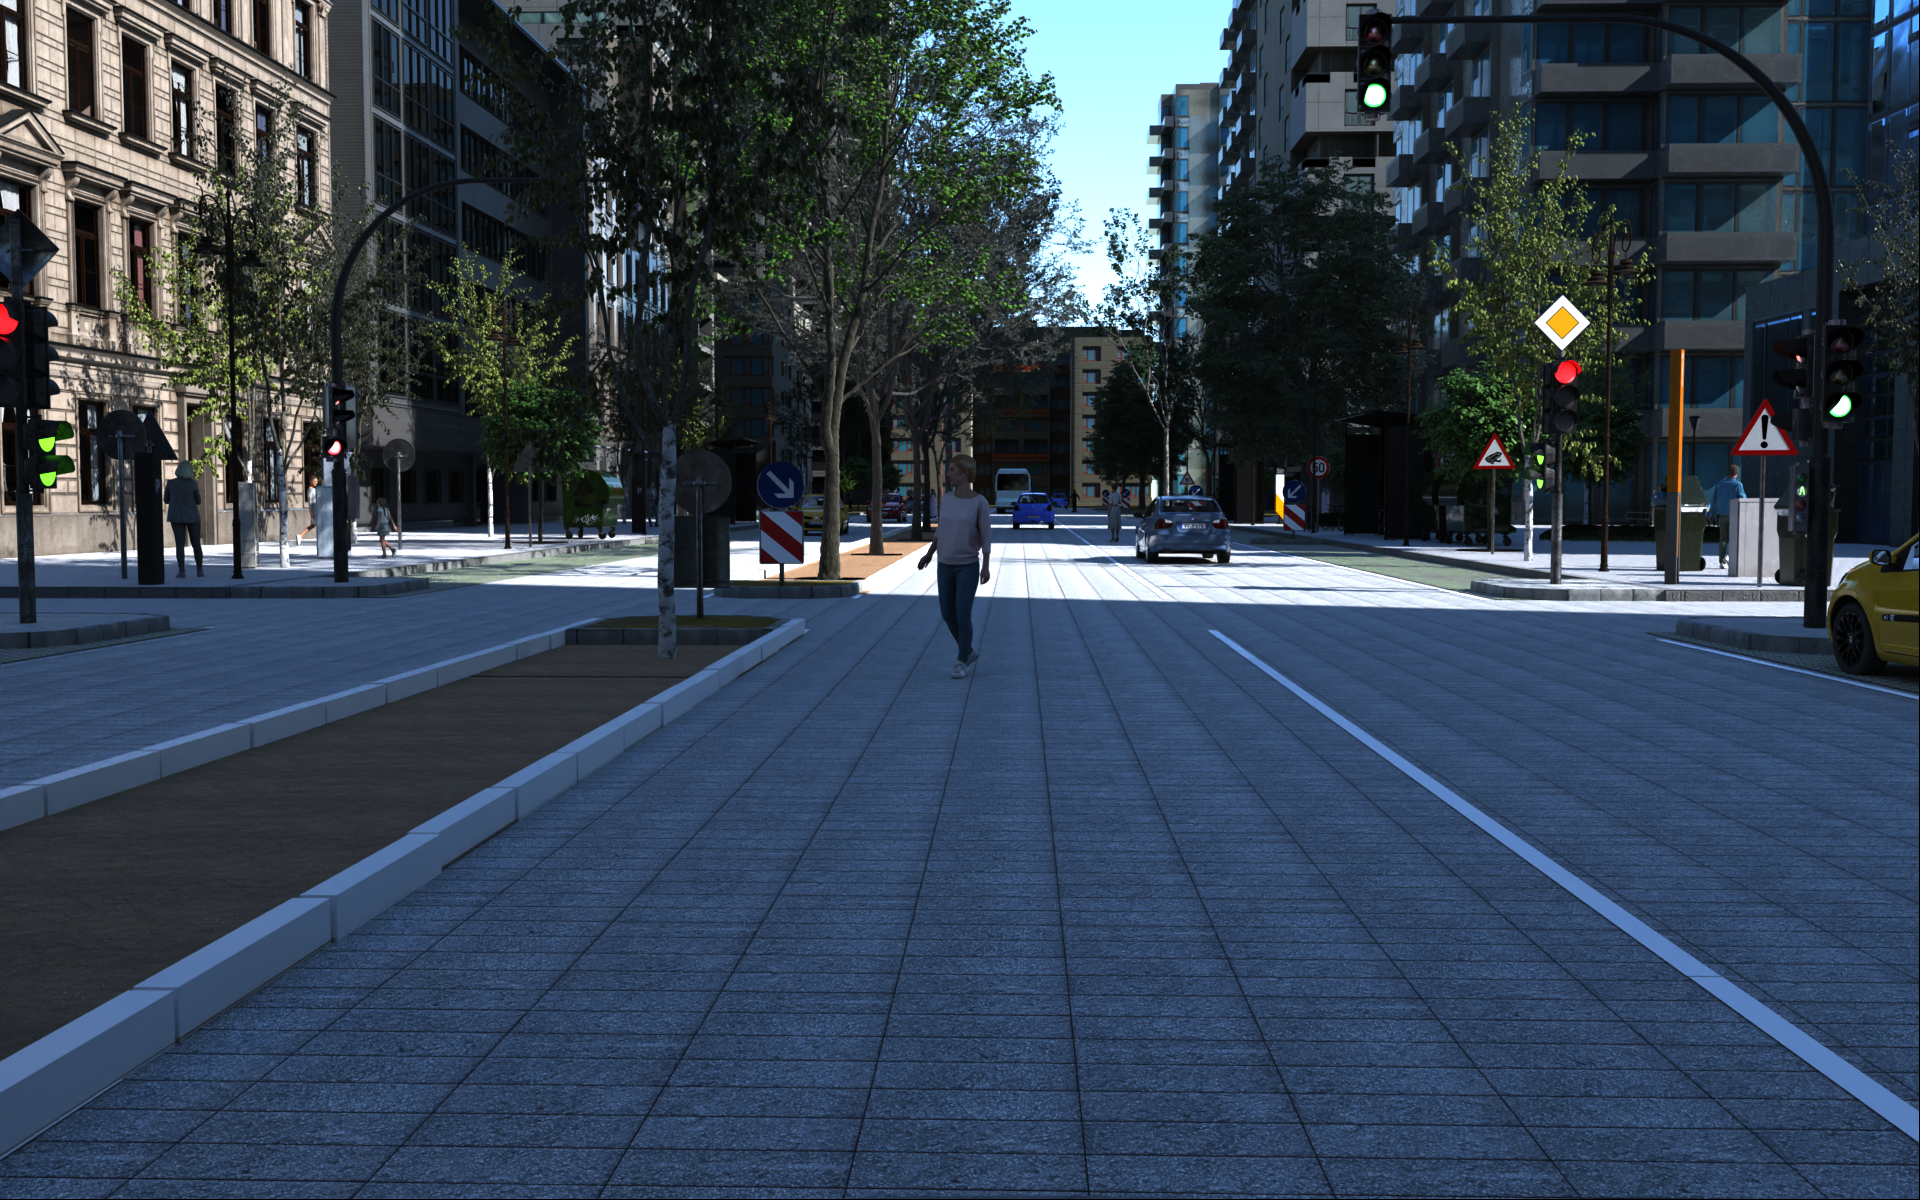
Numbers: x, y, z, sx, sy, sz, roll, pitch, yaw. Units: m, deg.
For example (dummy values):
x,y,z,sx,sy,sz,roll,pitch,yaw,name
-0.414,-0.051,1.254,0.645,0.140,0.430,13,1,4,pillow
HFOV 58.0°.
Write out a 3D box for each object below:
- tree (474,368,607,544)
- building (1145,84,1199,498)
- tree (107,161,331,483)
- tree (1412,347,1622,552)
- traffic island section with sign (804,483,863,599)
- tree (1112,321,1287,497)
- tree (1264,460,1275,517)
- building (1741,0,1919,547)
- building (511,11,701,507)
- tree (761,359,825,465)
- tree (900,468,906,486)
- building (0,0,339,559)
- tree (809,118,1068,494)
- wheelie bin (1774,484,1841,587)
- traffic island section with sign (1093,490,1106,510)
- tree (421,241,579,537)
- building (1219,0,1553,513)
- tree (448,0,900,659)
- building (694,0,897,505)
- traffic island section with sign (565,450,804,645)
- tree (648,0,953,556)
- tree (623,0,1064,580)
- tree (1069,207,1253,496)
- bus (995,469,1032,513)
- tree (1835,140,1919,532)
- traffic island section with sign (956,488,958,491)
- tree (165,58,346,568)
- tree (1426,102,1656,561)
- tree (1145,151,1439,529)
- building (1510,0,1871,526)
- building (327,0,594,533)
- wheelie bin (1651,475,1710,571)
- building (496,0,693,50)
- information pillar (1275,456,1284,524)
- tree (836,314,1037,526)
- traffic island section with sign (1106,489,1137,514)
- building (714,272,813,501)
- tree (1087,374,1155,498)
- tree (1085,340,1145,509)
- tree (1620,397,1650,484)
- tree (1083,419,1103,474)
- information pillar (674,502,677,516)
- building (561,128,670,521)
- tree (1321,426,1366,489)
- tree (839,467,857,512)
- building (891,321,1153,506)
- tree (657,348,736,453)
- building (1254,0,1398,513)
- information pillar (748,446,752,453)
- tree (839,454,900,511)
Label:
x,y,z,sx,sy,sz,roll,pitch,yaw,name
-10.951,-3.758,45.161,4.285,4.588,4.351,0,3,0,tree
36.841,-35.583,201.386,30.456,49.044,23.786,0,4,2,building
-15.778,-5.340,37.668,4.737,8.622,4.395,0,3,0,tree
11.960,-3.387,39.088,4.285,4.588,4.351,0,3,0,tree
-2.454,-1.012,24.675,2.006,1.907,1.989,0,4,2,traffic island section with sign
13.317,-9.571,90.906,8.767,10.594,7.601,2,4,24,tree
16.949,-6.284,97.337,1.663,3.219,1.824,0,3,0,tree
38.115,-44.547,41.018,31.000,86.520,22.319,0,4,2,building
-24.408,-20.561,107.878,14.160,30.474,14.107,0,4,2,building
-8.374,-10.887,112.411,8.767,10.594,7.601,-2,4,-32,tree
-6.951,-11.281,168.163,4.285,4.588,4.351,0,3,0,tree
-23.478,-10.876,42.453,10.561,19.102,19.286,0,4,2,building
-1.742,-13.917,85.896,12.611,20.169,13.585,0,3,0,tree
11.869,-1.001,24.274,0.693,1.594,0.980,0,4,-1,wheelie bin
12.870,-8.923,154.518,1.989,1.847,2.006,0,4,2,traffic island section with sign
-13.755,-6.179,51.383,4.737,8.622,4.395,0,3,0,tree
34.560,-32.512,151.181,23.786,49.044,30.456,0,4,2,building
-2.552,-3.805,15.026,4.360,8.622,3.978,0,3,0,tree
-18.214,-46.632,200.689,20.611,71.187,20.563,0,4,2,building
-2.713,-0.559,17.272,2.006,1.907,1.989,0,4,2,traffic island section with sign
-1.912,-7.760,39.701,12.009,13.543,11.850,0,3,0,tree
-2.062,-6.122,28.312,9.928,11.665,9.643,0,3,0,tree
12.447,-15.907,115.975,12.611,20.169,13.585,0,3,0,tree
4.060,-8.362,131.579,2.948,3.499,13.247,0,4,2,bus
19.946,-5.206,35.484,4.360,8.622,3.978,0,3,0,tree
0.060,-5.605,99.771,2.006,1.907,1.989,0,4,2,traffic island section with sign
-11.590,-4.863,29.880,4.360,8.622,3.978,0,3,0,tree
10.847,-5.037,32.716,4.737,8.622,4.395,0,3,0,tree
12.723,-9.594,63.516,9.857,13.997,8.962,0,3,0,tree
33.359,-28.343,83.010,23.786,49.044,30.456,0,4,2,building
-24.910,-15.192,67.448,14.314,24.678,30.058,0,4,2,building
12.004,-1.288,28.972,0.980,1.594,0.693,-1,4,-14,wheelie bin
-26.649,-41.979,124.615,20.563,71.187,20.611,0,4,2,building
13.633,-5.044,73.825,0.504,3.616,0.183,-2,4,-35,information pillar
-0.800,-8.507,75.964,8.767,10.594,7.601,0,4,2,tree
11.929,-7.204,126.420,1.989,1.847,2.006,0,4,2,traffic island section with sign
-29.282,-18.977,155.320,28.899,21.520,27.650,0,4,2,building
15.606,-14.897,161.696,7.486,12.596,7.792,0,3,0,tree
15.362,-14.571,144.889,9.857,13.997,8.962,0,3,0,tree
18.991,-4.171,51.912,4.285,4.588,4.351,0,3,0,tree
16.080,-14.776,176.007,7.601,10.594,8.767,0,4,-2,tree
-11.653,-4.003,69.936,0.304,2.012,0.304,-3,4,-39,information pillar
-21.771,-14.828,91.586,9.793,20.994,18.267,0,4,2,building
19.020,-6.087,83.236,4.285,4.588,4.351,0,3,0,tree
-8.421,-7.942,124.453,1.663,3.219,1.824,0,3,0,tree
7.240,-22.016,204.997,28.899,21.520,27.650,0,4,2,building
-13.595,-8.419,88.011,4.737,8.622,4.395,0,3,0,tree
36.086,-32.590,122.079,28.713,52.752,27.495,0,4,2,building
-10.213,-5.680,84.222,0.183,3.616,0.504,-2,4,-32,information pillar
-7.756,-9.110,132.655,4.285,4.588,4.351,0,3,0,tree
